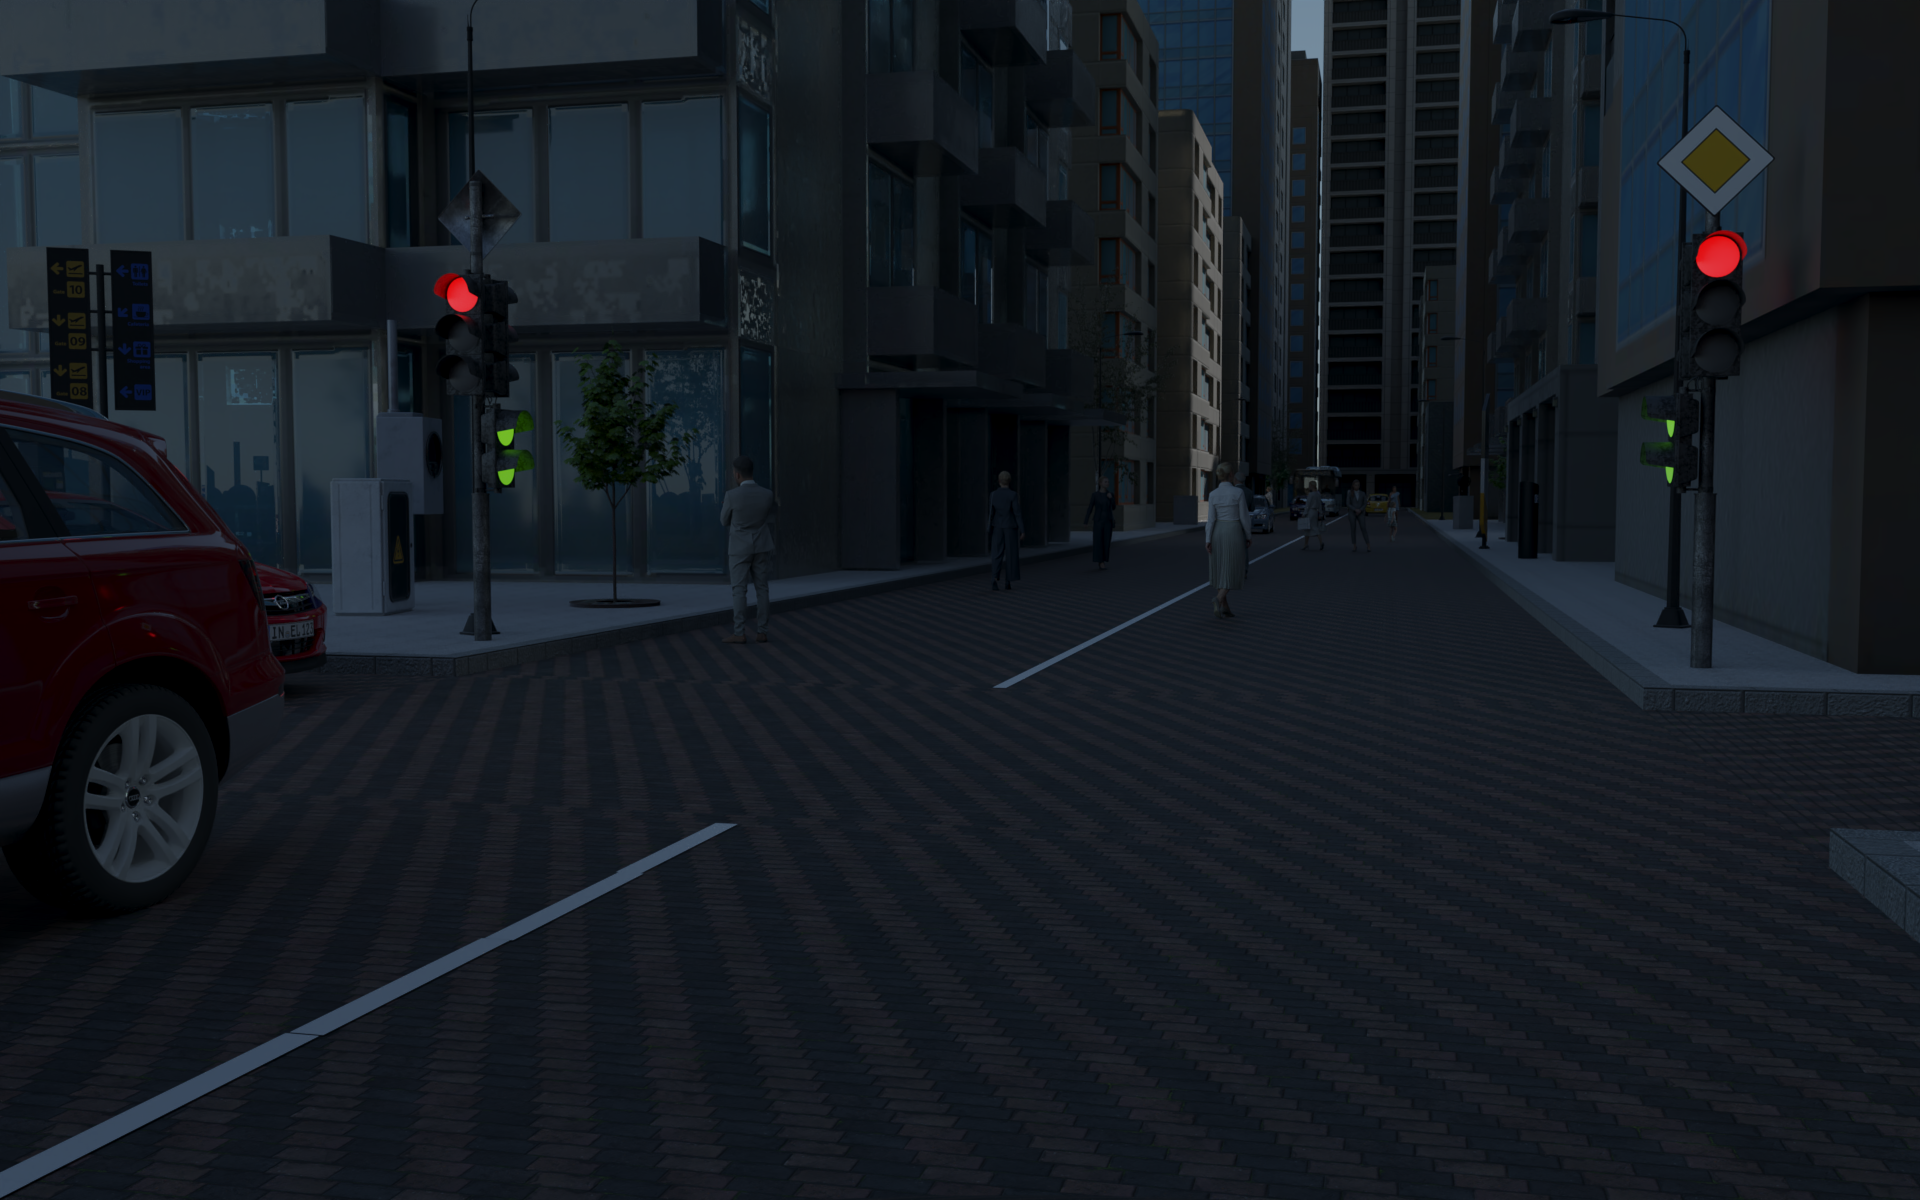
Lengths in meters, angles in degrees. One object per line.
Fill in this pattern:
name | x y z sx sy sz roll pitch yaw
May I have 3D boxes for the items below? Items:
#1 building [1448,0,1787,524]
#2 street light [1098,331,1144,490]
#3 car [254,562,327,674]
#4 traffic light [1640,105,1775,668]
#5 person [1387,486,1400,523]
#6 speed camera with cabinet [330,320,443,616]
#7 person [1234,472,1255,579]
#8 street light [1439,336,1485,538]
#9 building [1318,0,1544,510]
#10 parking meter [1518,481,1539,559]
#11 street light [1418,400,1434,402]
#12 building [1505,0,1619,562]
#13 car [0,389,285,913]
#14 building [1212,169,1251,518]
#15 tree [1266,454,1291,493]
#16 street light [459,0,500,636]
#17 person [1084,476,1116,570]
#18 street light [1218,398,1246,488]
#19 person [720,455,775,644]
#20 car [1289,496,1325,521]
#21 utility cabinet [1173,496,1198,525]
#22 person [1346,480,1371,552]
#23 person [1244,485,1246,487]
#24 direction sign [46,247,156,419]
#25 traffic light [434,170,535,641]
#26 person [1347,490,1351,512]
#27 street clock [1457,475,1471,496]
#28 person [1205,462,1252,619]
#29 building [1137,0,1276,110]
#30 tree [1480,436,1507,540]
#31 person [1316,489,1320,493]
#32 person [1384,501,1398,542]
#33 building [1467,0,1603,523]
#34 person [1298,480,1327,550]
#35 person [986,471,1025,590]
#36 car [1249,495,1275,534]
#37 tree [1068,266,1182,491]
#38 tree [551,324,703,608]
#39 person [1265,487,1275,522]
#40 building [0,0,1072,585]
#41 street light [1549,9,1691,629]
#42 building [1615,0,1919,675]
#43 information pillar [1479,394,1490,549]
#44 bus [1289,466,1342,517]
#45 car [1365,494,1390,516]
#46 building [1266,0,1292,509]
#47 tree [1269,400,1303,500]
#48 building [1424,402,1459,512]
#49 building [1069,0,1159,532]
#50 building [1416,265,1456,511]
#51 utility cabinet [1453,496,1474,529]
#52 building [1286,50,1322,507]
building | 33.540 -26.938 90.551 14.600 45.320 14.200 1 4 14
street light | 4.551 -4.717 49.664 1.470 5.913 1.316 1 4 14
car | -6.782 -0.218 12.604 4.494 1.783 2.155 1 4 15
traffic light | 5.464 -1.454 12.700 0.839 4.253 0.868 1 4 14
person | 21.037 -4.613 84.010 0.616 1.811 0.778 2 4 25
speed camera with cabinet | -6.285 -1.514 19.090 0.660 3.252 2.038 0 4 1
person | 4.663 -1.267 29.397 0.661 1.801 0.590 -2 4 -25
street light | 14.832 -4.799 51.011 1.470 5.913 1.316 1 4 14
building | 47.512 -45.090 175.469 20.611 71.187 20.563 1 4 14
parking meter | 11.291 -1.590 34.400 0.372 1.533 0.369 0 3 0
street light | 23.164 -6.882 85.054 1.470 5.913 1.316 1 4 14
building | 22.323 -36.358 32.705 20.563 71.187 20.611 1 4 14
car | -4.148 0.240 4.753 2.281 1.827 5.304 1 4 15
building | 2.640 -15.951 105.836 27.650 21.520 28.899 1 4 14
tree | 25.003 -9.491 138.884 4.285 4.588 4.351 0 3 0
street light | -3.873 -2.630 15.546 1.470 5.913 1.316 1 4 14
person | 2.677 -1.469 32.935 0.576 1.772 0.534 -2 4 -30
street light | 13.121 -6.819 84.035 1.470 5.913 1.316 1 4 14
person | -2.080 -0.494 16.764 0.511 1.800 0.466 -3 5 -45
car | 18.978 -5.012 94.525 1.945 1.354 3.894 1 4 15
utility cabinet | 9.450 -3.751 72.486 1.020 1.237 0.306 2 4 34
person | 9.937 -2.103 43.153 0.520 1.790 0.573 -1 4 -13
person | 13.107 -4.360 79.882 0.850 1.850 0.679 -3 5 -44
direction sign | -7.953 -1.475 16.112 0.876 3.537 0.379 -1 4 -19
traffic light | -4.163 -1.598 15.053 0.839 4.253 0.868 1 4 14
person | 30.765 -7.783 136.477 0.721 1.736 1.217 1 4 12
street clock | 19.330 -3.785 66.456 0.471 2.002 0.358 -1 4 -18
person | 3.059 -0.688 19.971 0.478 1.798 0.641 3 4 39
building | 15.064 -28.997 124.205 14.600 45.320 14.200 1 4 14
tree | 15.818 -3.328 49.012 1.663 3.219 1.824 0 3 0
person | 20.406 -5.588 99.728 0.599 1.838 0.709 -2 4 -35
person | 12.896 -2.351 51.956 0.382 1.210 0.505 -3 4 -36
building | 32.254 -27.266 65.410 23.786 49.044 30.456 1 4 14
person | 9.031 -2.169 44.319 0.694 1.780 0.624 -2 4 -27
person | 0.680 -1.033 25.813 0.576 1.772 0.534 0 4 3
car | 10.626 -3.171 63.842 2.014 1.417 4.499 1 4 13
tree | 4.667 -6.453 55.877 4.360 8.622 3.978 0 3 0
tree | -4.031 -1.536 19.723 1.663 3.219 1.824 0 3 0
person | 15.433 -4.744 86.293 0.641 1.798 0.478 0 4 -1
building | -9.314 -25.563 37.570 23.786 49.044 30.456 1 4 14
street light | 6.341 -2.697 16.644 1.470 5.913 1.316 1 4 14
building | 14.470 -22.361 15.710 14.200 45.320 14.600 1 4 14
information pillar | 12.241 -2.999 40.394 0.183 3.616 0.504 2 4 28
bus | 23.152 -7.160 111.921 2.948 3.499 13.247 1 4 14
car | 27.289 -6.286 113.000 2.015 1.641 3.980 1 4 13
building | 18.437 -43.770 153.890 20.611 71.187 20.563 1 4 14
tree | 24.365 -11.223 133.859 4.360 8.622 3.978 0 3 0
building | 42.333 -48.833 111.091 22.319 86.520 31.000 1 4 14
building | -4.365 -14.121 75.926 27.650 21.520 28.899 1 4 14
building | 52.155 -18.181 142.296 27.650 21.520 28.899 1 4 14
utility cabinet | 18.434 -3.199 63.463 0.306 1.237 1.020 3 5 44
building | 29.315 -32.213 176.786 14.200 45.320 14.600 1 4 14
